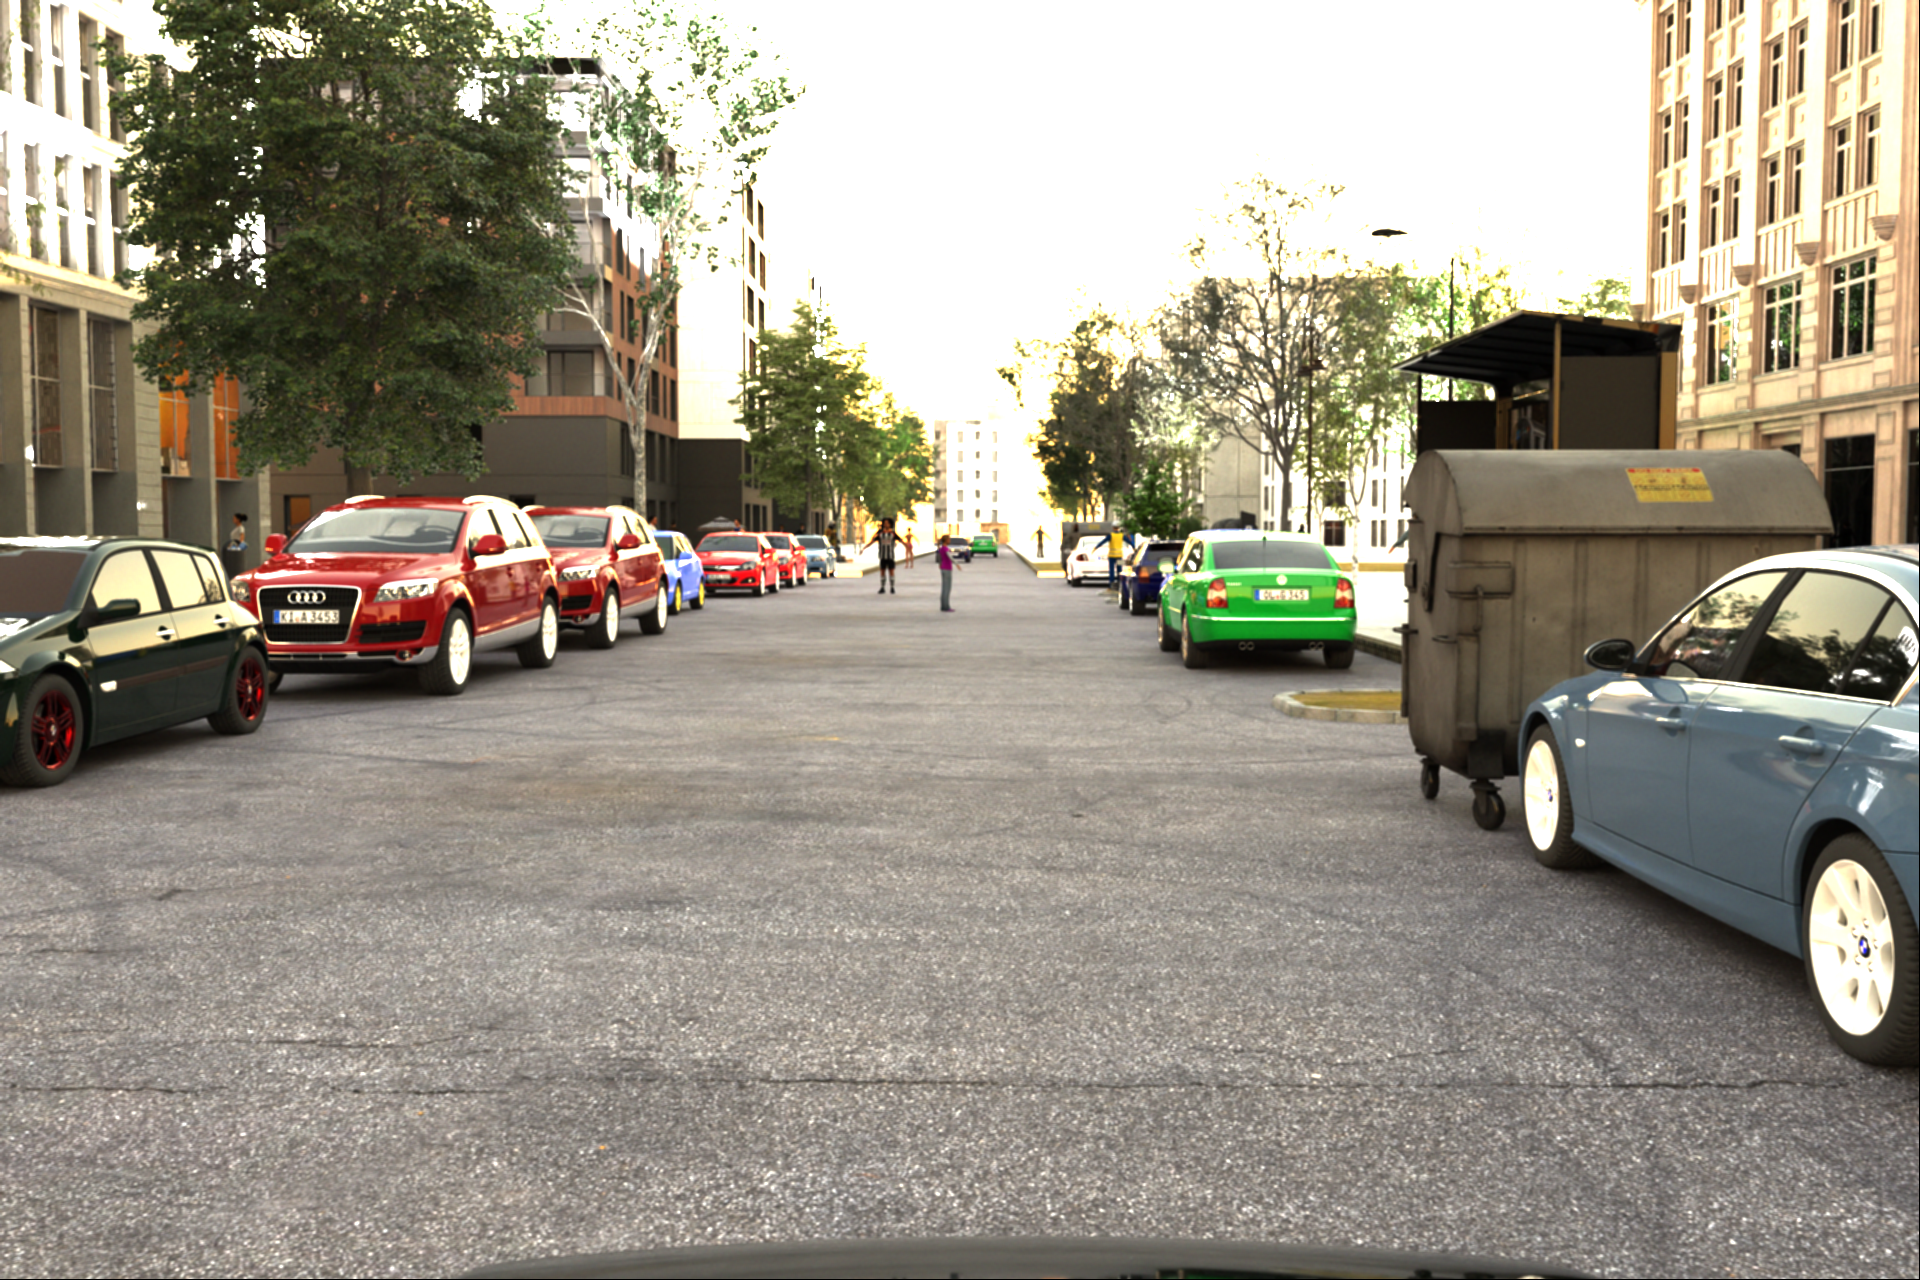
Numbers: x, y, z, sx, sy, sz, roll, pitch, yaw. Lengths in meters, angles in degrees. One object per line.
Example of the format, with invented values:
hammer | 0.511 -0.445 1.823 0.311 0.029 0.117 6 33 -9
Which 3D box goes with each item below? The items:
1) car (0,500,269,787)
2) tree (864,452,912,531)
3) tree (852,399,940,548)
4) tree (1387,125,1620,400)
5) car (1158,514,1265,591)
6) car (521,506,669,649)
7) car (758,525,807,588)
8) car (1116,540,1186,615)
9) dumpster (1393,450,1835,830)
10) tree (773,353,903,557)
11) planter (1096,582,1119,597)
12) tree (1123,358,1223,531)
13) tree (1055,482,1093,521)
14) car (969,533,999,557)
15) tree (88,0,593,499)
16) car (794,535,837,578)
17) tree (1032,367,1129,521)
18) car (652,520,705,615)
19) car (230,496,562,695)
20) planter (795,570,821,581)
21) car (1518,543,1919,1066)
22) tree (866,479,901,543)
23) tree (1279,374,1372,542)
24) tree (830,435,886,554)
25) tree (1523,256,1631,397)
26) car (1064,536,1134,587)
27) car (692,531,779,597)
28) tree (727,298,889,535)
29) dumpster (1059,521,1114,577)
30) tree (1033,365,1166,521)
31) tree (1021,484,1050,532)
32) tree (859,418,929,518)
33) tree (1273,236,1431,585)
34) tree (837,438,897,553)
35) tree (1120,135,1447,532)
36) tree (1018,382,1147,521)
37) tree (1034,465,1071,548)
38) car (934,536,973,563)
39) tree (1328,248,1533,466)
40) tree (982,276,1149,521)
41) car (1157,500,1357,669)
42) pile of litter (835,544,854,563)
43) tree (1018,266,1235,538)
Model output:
car | -5.951 -0.077 11.044 2.009 1.686 4.222 0 4 1
tree | -6.311 -12.046 147.311 4.737 8.622 4.395 0 3 0
tree | -6.330 -15.771 164.509 9.857 13.997 8.962 0 3 0
tree | 10.053 -4.977 31.734 4.360 8.622 3.978 0 3 0
car | 3.824 -0.916 24.566 1.945 1.707 3.694 0 4 0
car | -5.293 -0.894 23.297 2.281 1.827 5.304 0 4 2
car | -5.253 -2.339 47.282 2.155 1.783 4.494 0 4 1
car | 3.883 -1.179 31.849 1.945 1.354 3.894 0 4 1
dumpster | 3.254 -0.038 8.838 1.865 1.857 1.264 0 4 0
tree | -6.996 -10.543 98.138 9.928 11.665 9.643 0 3 0
planter | 4.191 -1.172 40.303 1.991 0.319 1.994 0 4 0
tree | 9.275 -7.434 71.907 4.360 8.622 3.978 0 3 0
tree | 9.412 -12.173 149.386 4.737 8.622 4.395 0 3 0
car | 1.453 -6.076 108.139 1.959 1.807 4.718 0 4 1
tree | -11.456 -7.725 32.960 9.857 13.997 8.962 0 3 0
car | -5.097 -2.778 57.427 2.014 1.417 4.499 0 4 1
tree | 8.496 -12.162 116.976 7.486 12.596 7.792 0 3 0
car | -5.781 -1.356 31.769 1.945 1.707 3.694 0 4 1
car | -5.423 -0.514 17.083 2.281 1.827 5.304 0 4 1
planter | -5.340 -1.993 53.719 1.991 0.319 1.994 0 4 1
car | 3.318 0.371 5.933 2.014 1.417 4.499 0 4 2
tree | -11.549 -20.594 254.836 7.486 12.596 7.792 0 3 0
tree | 15.045 -7.434 71.916 4.737 8.622 4.395 0 3 0
tree | -6.772 -9.850 111.406 4.360 8.622 3.978 0 3 0
tree | 29.223 -10.417 76.981 9.857 13.997 8.962 0 3 0
car | 3.966 -2.196 48.261 2.083 1.381 4.827 0 4 1
car | -5.348 -1.942 40.791 2.155 1.783 4.494 0 4 1
tree | -7.264 -10.093 83.151 7.486 12.596 7.792 0 3 0
dumpster | 4.236 -3.000 57.264 1.865 1.857 1.264 0 4 1
tree | 7.602 -9.641 92.043 8.767 10.594 7.601 1 4 21
tree | 11.189 -18.538 253.459 4.737 8.622 4.395 0 3 0
tree | -6.324 -14.020 154.987 9.928 11.665 9.643 0 3 0
tree | 9.838 -5.656 42.831 4.360 8.622 3.978 0 3 0
tree | -6.724 -10.314 119.002 4.737 8.622 4.395 0 3 0
tree | 10.023 -8.741 53.287 12.009 13.543 11.850 0 3 0
tree | 7.950 -10.303 102.862 8.767 10.594 7.601 -1 4 -21
tree | 8.961 -12.855 160.547 4.737 8.622 4.395 0 3 0
car | -0.322 -4.592 87.663 1.945 1.354 3.894 0 4 1
tree | 17.276 -8.426 63.519 9.928 11.665 9.643 0 3 0
tree | 7.990 -16.758 129.878 12.611 20.169 13.585 0 3 0
car | 3.299 -0.673 19.794 1.959 1.807 4.718 0 4 1
pile of litter | -5.378 -3.948 78.518 1.176 0.858 1.719 0 4 1
tree | 7.717 -10.368 79.879 12.009 13.543 11.850 0 3 0
